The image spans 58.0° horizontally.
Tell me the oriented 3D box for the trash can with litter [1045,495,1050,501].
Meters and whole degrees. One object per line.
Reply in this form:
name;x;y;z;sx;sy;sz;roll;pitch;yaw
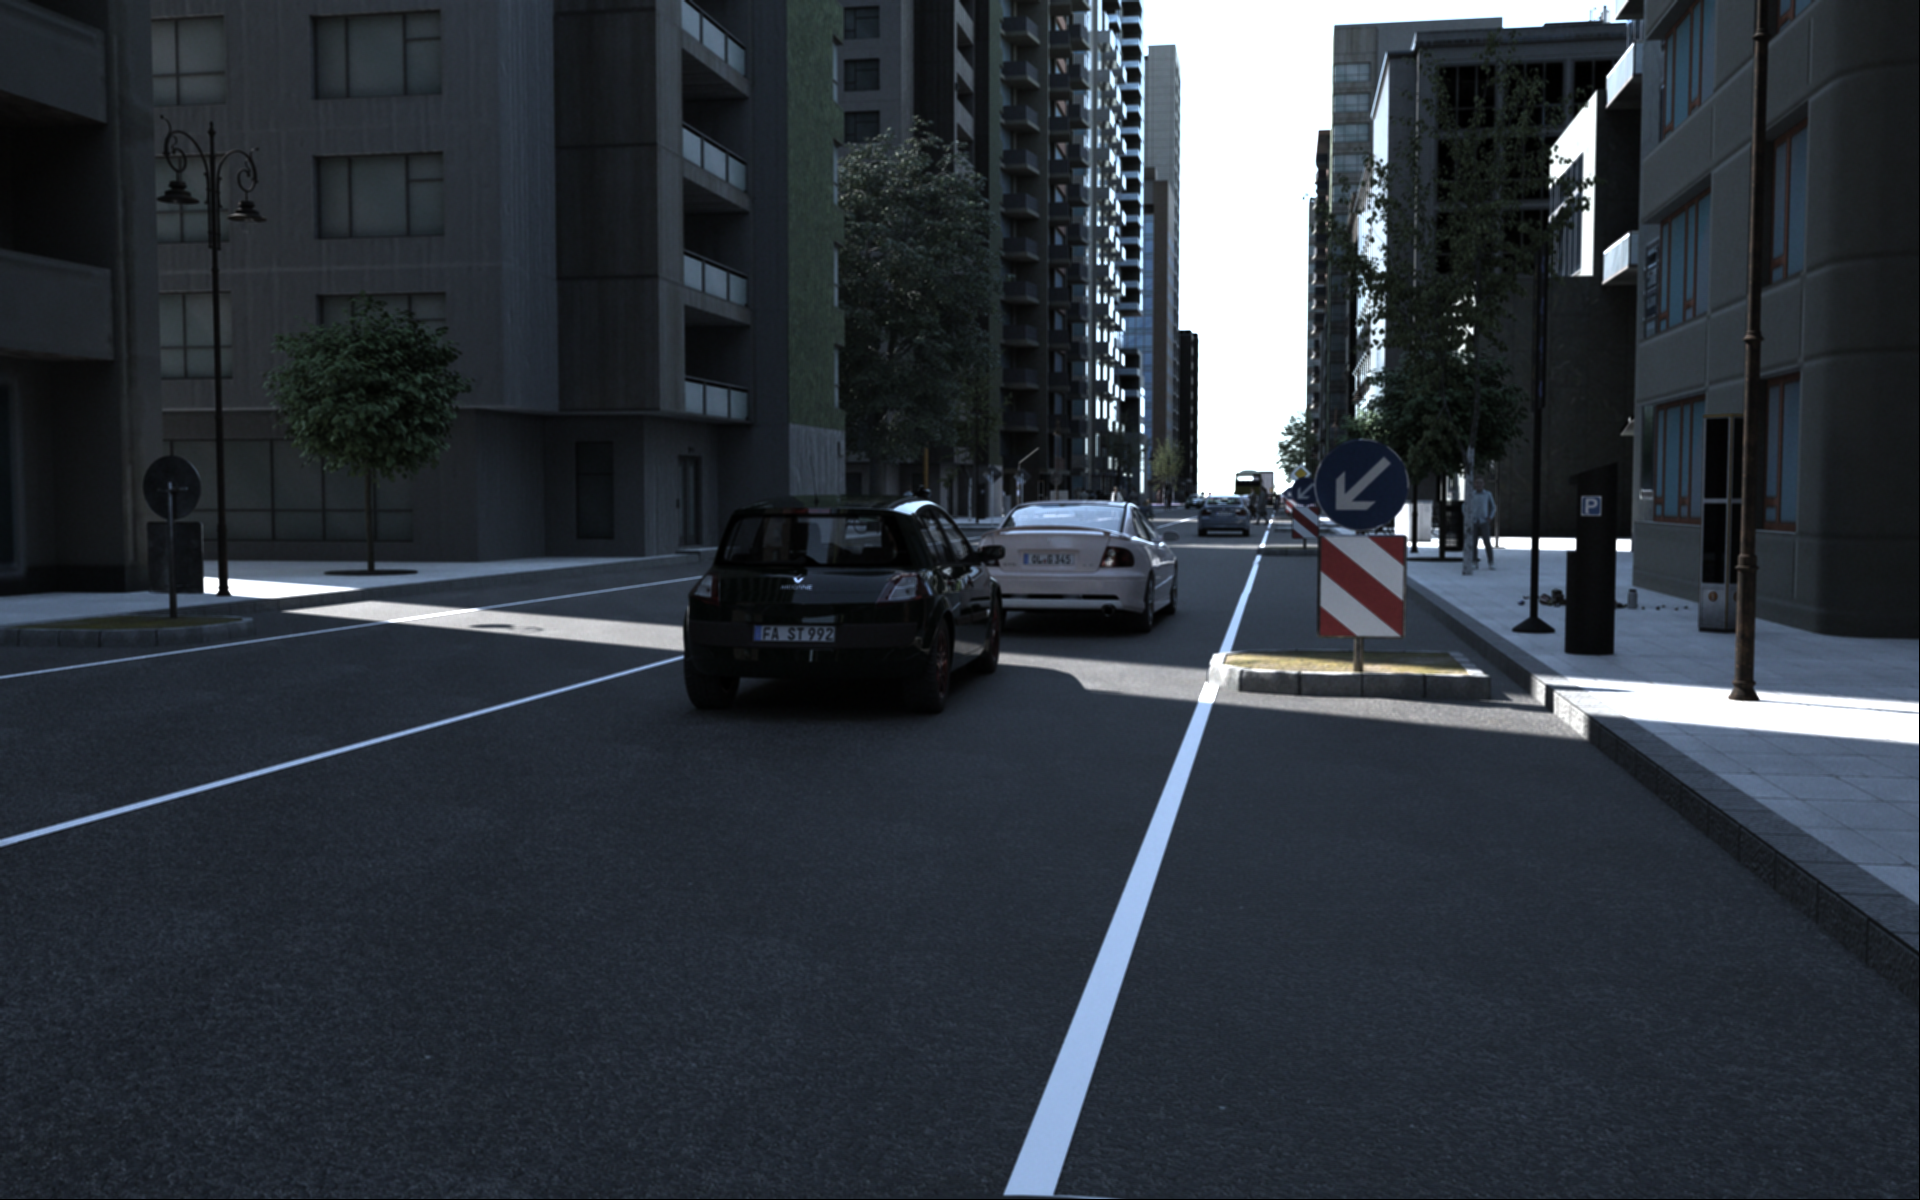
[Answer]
trash can with litter;8.379;-8.344;147.488;2.233;1.210;1.678;-1;4;-16

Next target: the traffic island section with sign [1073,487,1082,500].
traffic island section with sign;6.719;-5.442;97.597;1.989;1.847;2.006;1;4;10

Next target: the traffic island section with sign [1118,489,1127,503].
traffic island section with sign;11.741;-7.101;124.736;1.989;1.847;2.006;1;4;10

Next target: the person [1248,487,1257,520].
person;16.462;-5.437;97.366;0.822;1.834;0.622;-2;4;-32

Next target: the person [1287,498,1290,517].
person;18.692;-5.238;98.813;0.362;1.253;0.373;-2;4;-28

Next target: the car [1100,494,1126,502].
car;9.928;-6.357;113.717;2.009;1.686;4.222;1;4;10

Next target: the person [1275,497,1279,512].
person;23.553;-7.072;128.816;0.352;1.250;0.332;2;4;31

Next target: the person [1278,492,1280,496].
person;54.620;-17.599;296.243;1.348;1.824;0.705;-3;5;-42

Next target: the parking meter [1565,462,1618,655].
parking meter;5.075;-0.337;13.922;0.372;1.533;0.369;0;3;0

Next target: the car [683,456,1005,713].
car;-0.730;-0.186;12.820;2.009;1.686;4.222;1;4;9

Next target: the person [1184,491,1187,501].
person;32.342;-14.720;247.230;0.721;1.766;1.217;-2;4;-31

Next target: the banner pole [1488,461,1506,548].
banner pole;12.607;-3.108;40.839;0.401;3.779;0.863;3;4;38

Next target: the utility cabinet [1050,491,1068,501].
utility cabinet;6.372;-6.272;111.232;1.173;1.500;0.318;0;4;4

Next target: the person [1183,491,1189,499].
person;24.934;-11.113;190.202;0.705;1.822;1.348;2;4;34

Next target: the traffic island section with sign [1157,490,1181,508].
traffic island section with sign;20.801;-10.096;173.691;1.989;1.847;2.006;1;4;10

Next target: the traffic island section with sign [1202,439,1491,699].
traffic island section with sign;2.908;-0.279;13.188;1.989;1.847;2.006;1;4;10

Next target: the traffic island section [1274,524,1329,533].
traffic island section;12.969;-2.662;65.801;2.009;0.180;2.903;1;4;10

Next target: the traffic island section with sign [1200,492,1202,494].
traffic island section with sign;35.682;-15.015;254.117;1.989;1.847;2.006;1;4;10

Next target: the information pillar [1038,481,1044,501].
information pillar;4.525;-5.650;96.862;0.304;2.012;0.304;0;4;1

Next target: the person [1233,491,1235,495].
person;37.086;-13.791;234.062;0.705;1.814;1.350;-1;4;-19

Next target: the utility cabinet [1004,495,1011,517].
utility cabinet;2.284;-4.423;83.485;0.306;1.237;1.020;0;4;-2

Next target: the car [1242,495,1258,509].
car;22.795;-7.580;136.288;2.083;1.381;4.827;1;4;9

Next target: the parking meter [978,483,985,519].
parking meter;1.081;-5.056;88.372;0.399;1.863;0.255;-2;4;-28

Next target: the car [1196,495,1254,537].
car;9.141;-2.927;59.858;2.014;1.417;4.499;1;4;9

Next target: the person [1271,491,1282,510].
person;27.942;-8.797;153.051;0.721;1.735;1.217;-3;4;-36

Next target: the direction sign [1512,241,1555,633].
direction sign;5.346;-1.470;16.038;0.379;3.537;0.876;1;4;12

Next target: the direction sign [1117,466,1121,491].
direction sign;12.749;-9.001;139.160;0.379;3.537;0.876;1;4;23

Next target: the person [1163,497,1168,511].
person;17.549;-8.202;147.610;0.382;1.210;0.505;1;4;23

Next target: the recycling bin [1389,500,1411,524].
recycling bin;18.503;-3.693;72.934;0.722;1.027;0.722;3;4;37

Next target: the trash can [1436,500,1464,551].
trash can;11.102;-1.672;38.994;0.748;1.137;0.748;0;3;0

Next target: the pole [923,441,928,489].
pole;-1.330;-4.473;66.982;0.158;3.312;0.155;0;3;0

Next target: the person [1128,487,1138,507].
person;8.449;-4.689;85.443;0.520;1.790;0.573;-3;4;-36

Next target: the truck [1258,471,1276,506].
truck;37.708;-13.822;214.910;2.839;4.237;11.283;1;4;11

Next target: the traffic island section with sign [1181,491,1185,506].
traffic island section with sign;25.706;-11.717;200.198;1.989;1.847;2.006;1;4;10

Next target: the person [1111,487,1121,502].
person;8.691;-5.404;96.735;0.514;1.842;0.818;-1;4;-8

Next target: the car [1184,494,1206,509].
car;23.131;-9.679;170.054;2.131;1.459;4.920;1;4;11

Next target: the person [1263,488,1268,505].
person;20.446;-6.583;116.149;0.555;1.821;0.388;-1;4;-21

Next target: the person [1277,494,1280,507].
person;28.947;-8.919;157.560;0.421;1.427;0.697;1;4;21

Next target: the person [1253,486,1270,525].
person;14.082;-4.426;80.962;0.767;1.812;0.694;1;4;15

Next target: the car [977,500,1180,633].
car;1.371;-0.433;19.445;2.083;1.381;4.827;1;4;12

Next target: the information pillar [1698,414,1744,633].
information pillar;7.093;-0.708;16.063;0.304;2.012;0.304;-2;4;-31

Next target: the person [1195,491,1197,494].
person;37.690;-16.543;276.536;0.705;1.823;1.348;2;4;34

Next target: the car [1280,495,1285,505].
car;39.566;-12.103;210.237;2.083;1.381;4.827;1;4;12

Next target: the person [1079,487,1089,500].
person;6.601;-5.121;92.411;0.511;1.800;0.466;-1;4;-20

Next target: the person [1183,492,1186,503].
person;33.275;-15.201;255.125;0.990;1.755;0.434;2;4;34

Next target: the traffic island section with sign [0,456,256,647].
traffic island section with sign;-8.169;-0.522;17.160;1.989;1.847;2.006;1;4;10

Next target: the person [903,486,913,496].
person;-1.974;-3.620;67.046;0.589;1.601;0.330;3;5;41

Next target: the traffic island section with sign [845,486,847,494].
traffic island section with sign;-3.266;-2.143;43.667;1.989;1.847;2.006;1;4;10

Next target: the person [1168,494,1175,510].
person;18.967;-8.864;156.691;1.065;1.426;0.557;-2;4;-30

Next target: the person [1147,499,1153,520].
person;10.219;-4.959;95.078;0.738;1.151;1.012;2;4;28

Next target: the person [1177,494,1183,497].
person;30.144;-14.013;235.871;1.217;1.735;0.721;1;4;16

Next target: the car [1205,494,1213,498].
car;31.942;-12.772;217.861;2.155;1.783;4.494;1;4;11

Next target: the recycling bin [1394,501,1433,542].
recycling bin;12.245;-2.094;46.789;0.722;1.027;0.722;-1;4;-21

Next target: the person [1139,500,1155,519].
person;8.157;-3.876;77.378;1.012;1.151;0.738;1;4;19

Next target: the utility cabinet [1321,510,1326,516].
utility cabinet;21.281;-5.462;100.458;0.306;1.237;1.020;3;4;37

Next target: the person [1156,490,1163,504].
person;24.623;-12.681;213.921;0.990;1.755;0.434;3;4;37

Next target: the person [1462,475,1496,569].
person;8.868;-1.329;29.585;0.589;1.601;0.330;2;4;24

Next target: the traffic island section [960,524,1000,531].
traffic island section;1.228;-2.795;67.971;2.009;0.180;2.903;1;4;10

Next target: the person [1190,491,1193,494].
person;35.276;-15.782;264.093;0.705;1.823;1.348;-2;4;-27

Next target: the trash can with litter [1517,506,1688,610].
trash can with litter;7.278;-0.555;20.137;1.678;1.210;2.233;0;4;-3
